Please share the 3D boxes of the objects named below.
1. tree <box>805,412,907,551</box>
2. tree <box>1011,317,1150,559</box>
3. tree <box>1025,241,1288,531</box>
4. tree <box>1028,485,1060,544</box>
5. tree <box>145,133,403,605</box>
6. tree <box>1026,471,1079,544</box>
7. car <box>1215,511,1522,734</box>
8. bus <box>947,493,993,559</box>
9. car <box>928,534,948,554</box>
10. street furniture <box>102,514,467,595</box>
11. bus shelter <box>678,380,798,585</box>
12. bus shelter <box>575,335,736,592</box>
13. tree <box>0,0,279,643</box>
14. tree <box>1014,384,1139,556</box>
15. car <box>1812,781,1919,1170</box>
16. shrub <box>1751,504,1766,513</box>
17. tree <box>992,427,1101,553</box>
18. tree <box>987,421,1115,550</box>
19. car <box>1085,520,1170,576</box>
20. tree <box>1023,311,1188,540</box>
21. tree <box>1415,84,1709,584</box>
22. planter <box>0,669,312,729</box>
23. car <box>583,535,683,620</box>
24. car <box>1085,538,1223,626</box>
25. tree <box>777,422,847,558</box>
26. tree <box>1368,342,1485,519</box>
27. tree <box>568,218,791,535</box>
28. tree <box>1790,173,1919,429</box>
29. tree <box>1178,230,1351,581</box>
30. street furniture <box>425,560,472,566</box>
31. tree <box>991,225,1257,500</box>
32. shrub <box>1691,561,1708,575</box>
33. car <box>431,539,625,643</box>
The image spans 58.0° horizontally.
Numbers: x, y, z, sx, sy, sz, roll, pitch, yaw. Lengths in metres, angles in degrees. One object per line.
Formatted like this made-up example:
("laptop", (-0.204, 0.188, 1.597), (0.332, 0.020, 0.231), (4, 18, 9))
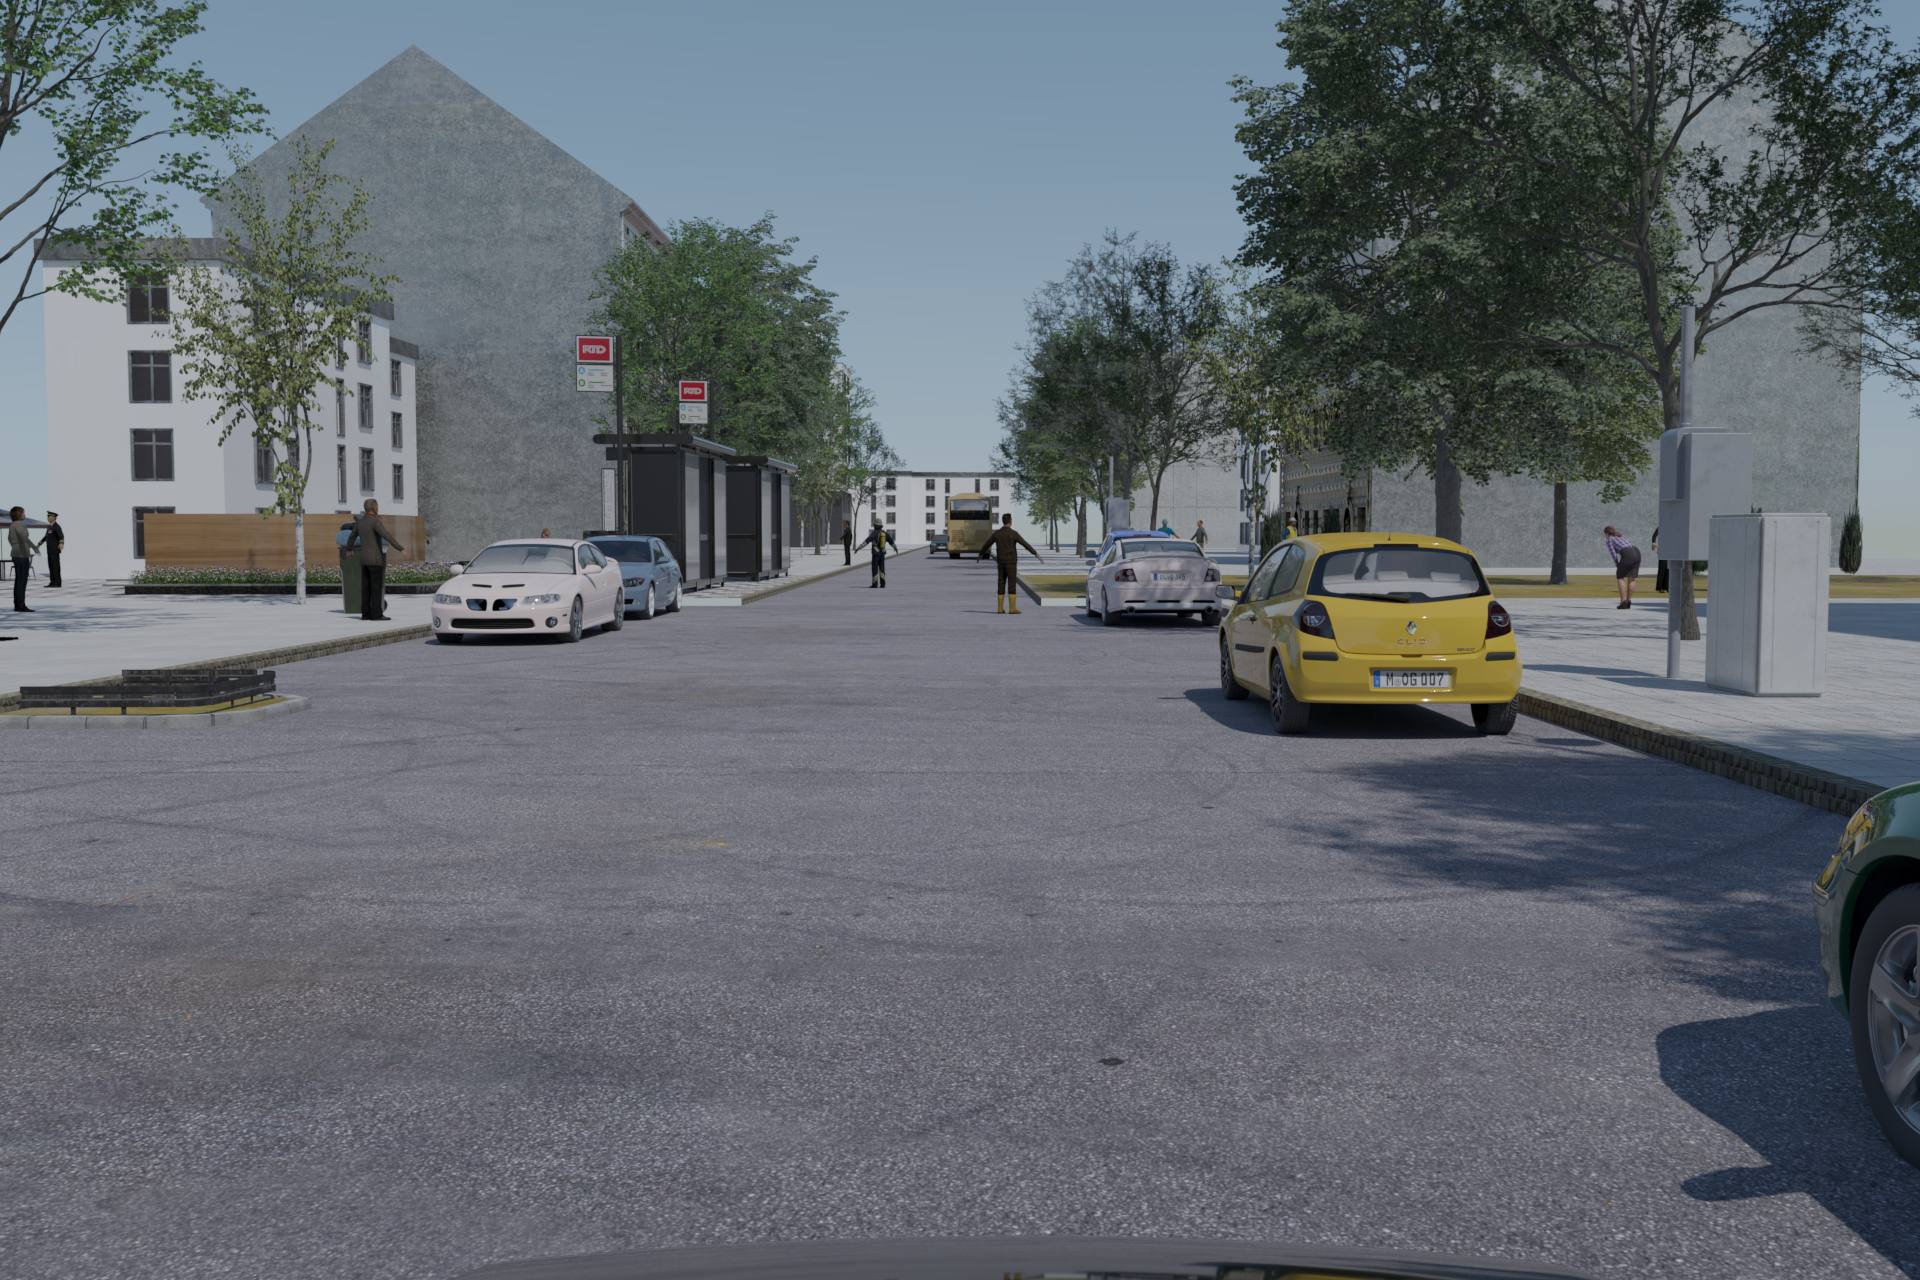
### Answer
("tree", (-8.191, -12.150, 133.066), (8.767, 10.594, 7.601), (0, 4, 1))
("tree", (6.086, -10.557, 90.741), (7.486, 12.596, 7.792), (0, 3, 0))
("tree", (6.223, -7.449, 56.205), (8.767, 10.594, 7.601), (0, 4, 5))
("tree", (10.995, -16.794, 224.947), (4.737, 8.622, 4.395), (0, 3, 0))
("tree", (-12.165, -4.936, 31.067), (4.737, 8.622, 4.395), (0, 3, 0))
("tree", (12.578, -19.143, 231.111), (7.486, 12.596, 7.792), (0, 3, 0))
("car", (3.118, -0.220, 13.818), (2.015, 1.641, 3.980), (0, 4, 0))
("bus", (0.580, -6.787, 102.517), (2.896, 3.916, 12.252), (0, 4, 0))
("car", (-1.285, -7.017, 124.511), (2.009, 1.686, 4.222), (0, 4, 0))
("street furniture", (-14.366, -1.955, 38.816), (11.010, 1.723, 9.812), (0, 4, -3))
("bus shelter", (-6.137, -4.293, 47.819), (2.179, 5.291, 8.768), (0, 4, 2))
("bus shelter", (-6.603, -3.672, 37.663), (2.179, 5.291, 8.768), (0, 4, 1))
("tree", (-12.003, -5.791, 20.445), (9.928, 11.665, 9.643), (0, 3, 0))
("tree", (7.093, -10.871, 103.499), (9.928, 11.665, 9.643), (0, 3, 0))
("car", (3.054, 0.573, 2.429), (2.131, 1.459, 4.920), (0, 4, 0))
("shrub", (17.604, -2.132, 38.896), (1.661, 2.075, 1.752), (0, 3, 0))
("tree", (6.444, -11.289, 118.993), (7.601, 10.594, 8.767), (2, 4, 32))
("tree", (7.289, -13.897, 137.582), (12.009, 13.543, 11.850), (0, 3, 0))
("car", (3.454, -1.505, 34.192), (1.945, 1.707, 3.694), (0, 4, 0))
("tree", (6.719, -9.446, 80.195), (9.928, 11.665, 9.643), (0, 3, 0))
("tree", (15.252, -7.723, 44.405), (7.486, 12.596, 7.792), (0, 3, 0))
("planter", (-6.310, 0.454, 13.714), (1.991, 0.319, 1.994), (0, 4, 0))
("car", (-6.007, -1.130, 30.471), (2.014, 1.417, 4.499), (0, 4, 0))
("car", (3.137, -0.984, 28.455), (2.083, 1.381, 4.827), (0, 4, -1))
("tree", (-8.246, -8.705, 92.691), (4.737, 8.622, 4.395), (0, 3, 0))
("tree", (14.490, -6.199, 51.714), (4.737, 8.622, 4.395), (0, 3, 0))
("tree", (-9.278, -8.025, 56.967), (9.928, 11.665, 9.643), (0, 3, 0))
("tree", (27.038, -8.205, 44.527), (12.009, 13.543, 11.850), (0, 3, 0))
("tree", (7.507, -5.664, 42.964), (4.737, 8.622, 4.395), (0, 3, 0))
("street furniture", (-14.724, -2.160, 50.948), (5.734, 0.657, 10.072), (-3, 5, -45))
("tree", (6.584, -9.679, 68.623), (12.009, 13.543, 11.850), (0, 3, 0))
("shrub", (22.723, -3.023, 53.848), (1.690, 2.028, 1.600), (0, 3, 0))
("car", (-5.958, -0.732, 24.334), (2.083, 1.381, 4.827), (0, 4, 0))
